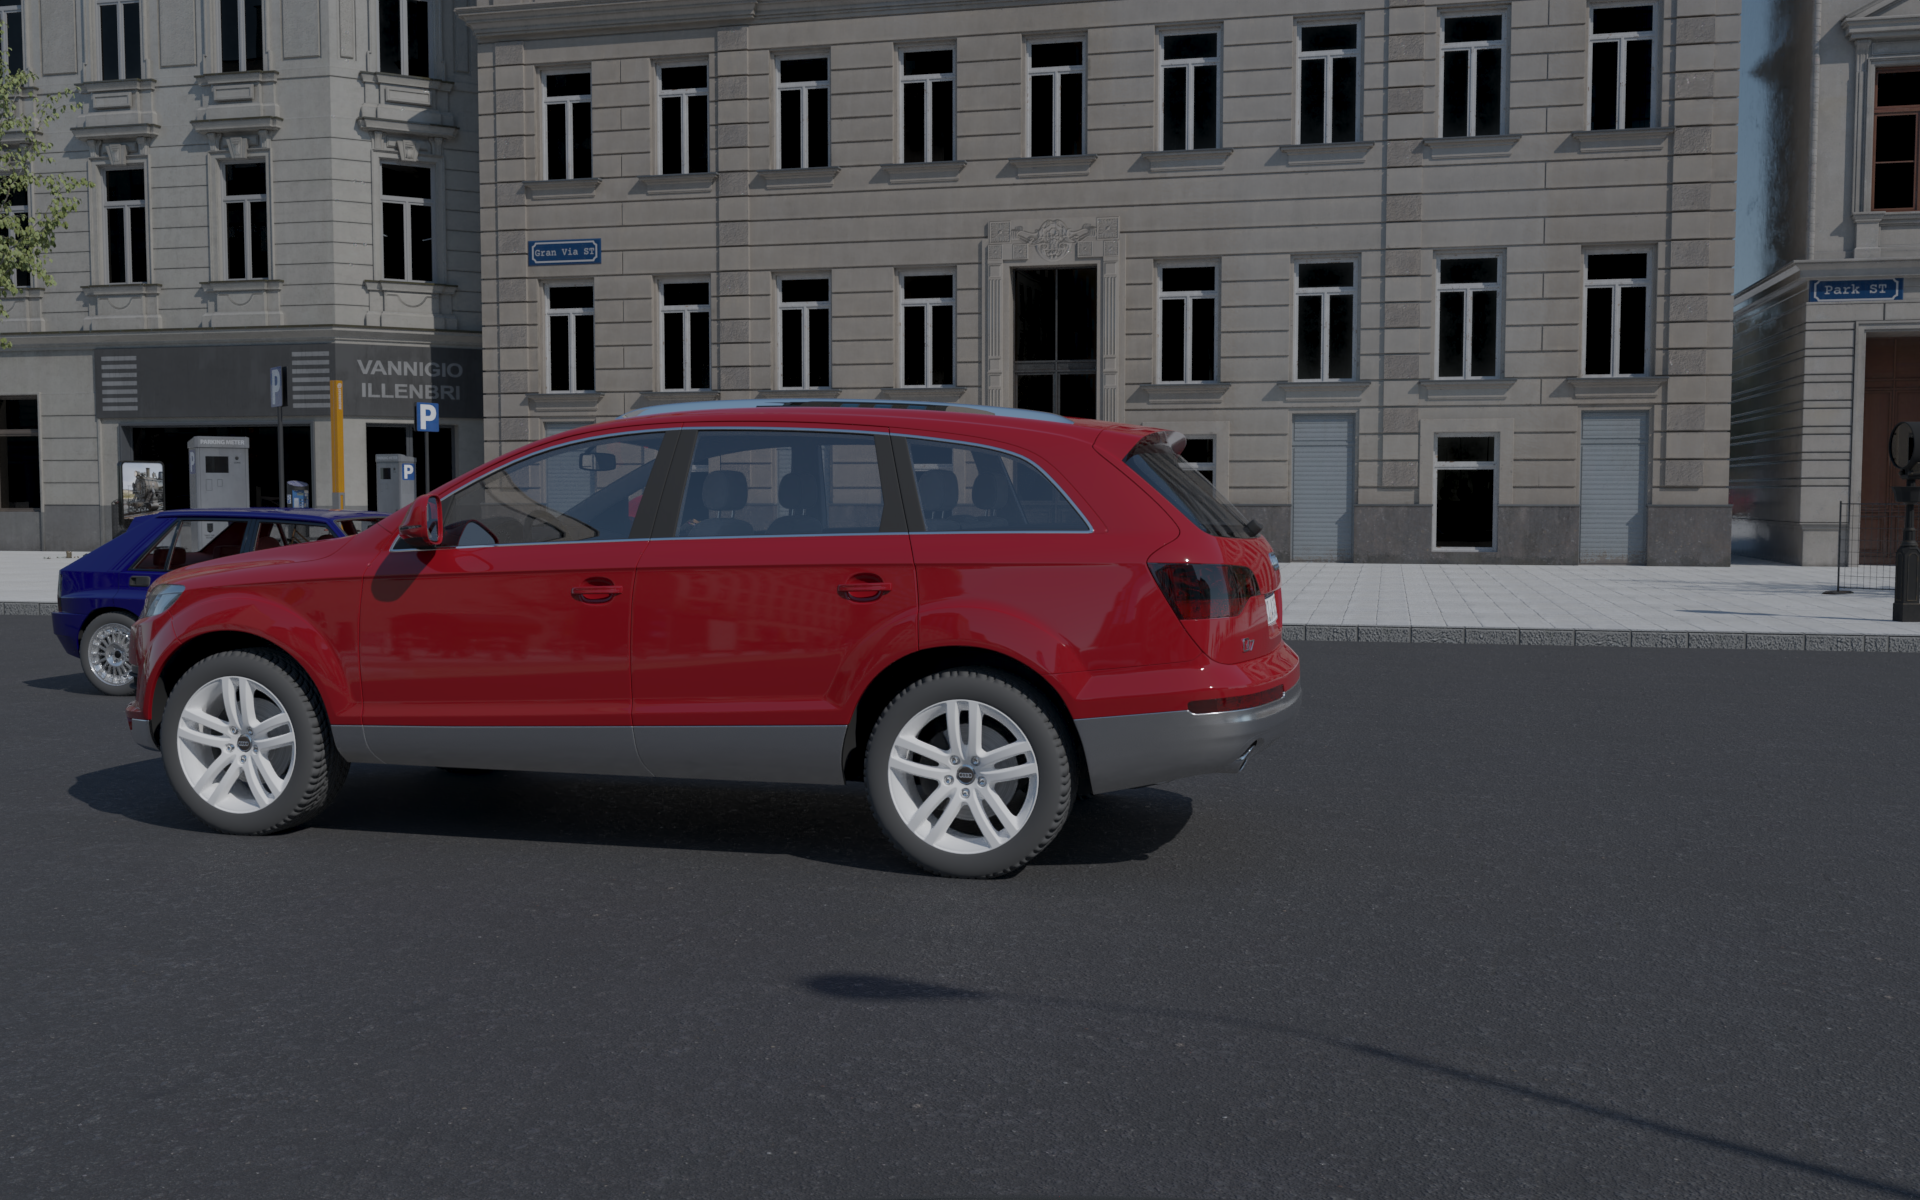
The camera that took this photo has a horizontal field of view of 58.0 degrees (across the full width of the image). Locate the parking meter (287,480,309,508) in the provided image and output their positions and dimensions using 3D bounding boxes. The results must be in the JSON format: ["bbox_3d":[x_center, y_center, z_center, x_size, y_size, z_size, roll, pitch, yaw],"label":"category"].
[{"bbox_3d":[-12.278,-1.452,32.150,0.372,1.533,0.369,0,3,0],"label":"parking meter"}]

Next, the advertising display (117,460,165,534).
[{"bbox_3d":[-15.891,-1.739,33.649,0.123,1.923,0.974,2,4,26],"label":"advertising display"}]

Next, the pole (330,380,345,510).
[{"bbox_3d":[-11.202,-2.285,31.197,0.158,3.312,0.155,0,3,0],"label":"pole"}]

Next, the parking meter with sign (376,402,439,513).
[{"bbox_3d":[-10.898,-2.279,33.524,1.738,3.016,0.543,2,4,30],"label":"parking meter with sign"}]

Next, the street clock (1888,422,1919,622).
[{"bbox_3d":[9.525,-0.783,17.370,0.358,2.002,0.471,0,4,-1],"label":"street clock"}]

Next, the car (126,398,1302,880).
[{"bbox_3d":[-1.179,0.058,7.725,5.304,1.827,2.281,1,4,15],"label":"car"}]

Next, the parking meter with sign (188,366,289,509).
[{"bbox_3d":[-9.997,-1.656,23.330,1.738,3.016,0.543,-3,4,-36],"label":"parking meter with sign"}]

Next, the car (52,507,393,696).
[{"bbox_3d":[-4.519,-0.009,12.734,3.894,1.354,1.945,1,4,14],"label":"car"}]

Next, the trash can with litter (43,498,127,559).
[{"bbox_3d":[-17.289,-1.464,34.992,2.233,1.210,1.678,-2,4,-31],"label":"trash can with litter"}]

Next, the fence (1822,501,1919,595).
[{"bbox_3d":[11.904,-0.622,21.373,0.480,1.192,2.264,-3,4,-37],"label":"fence"}]

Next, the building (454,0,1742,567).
[{"bbox_3d":[3.123,-14.721,37.949,25.104,27.353,12.463,1,4,14],"label":"building"}]

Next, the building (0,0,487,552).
[{"bbox_3d":[-29.965,-16.626,48.256,44.131,29.872,17.030,1,4,14],"label":"building"}]

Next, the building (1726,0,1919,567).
[{"bbox_3d":[25.545,-12.005,32.432,21.152,22.565,11.583,1,4,14],"label":"building"}]

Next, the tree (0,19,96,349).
[{"bbox_3d":[-15.406,-4.643,26.277,4.737,8.622,4.395,0,3,0],"label":"tree"}]
